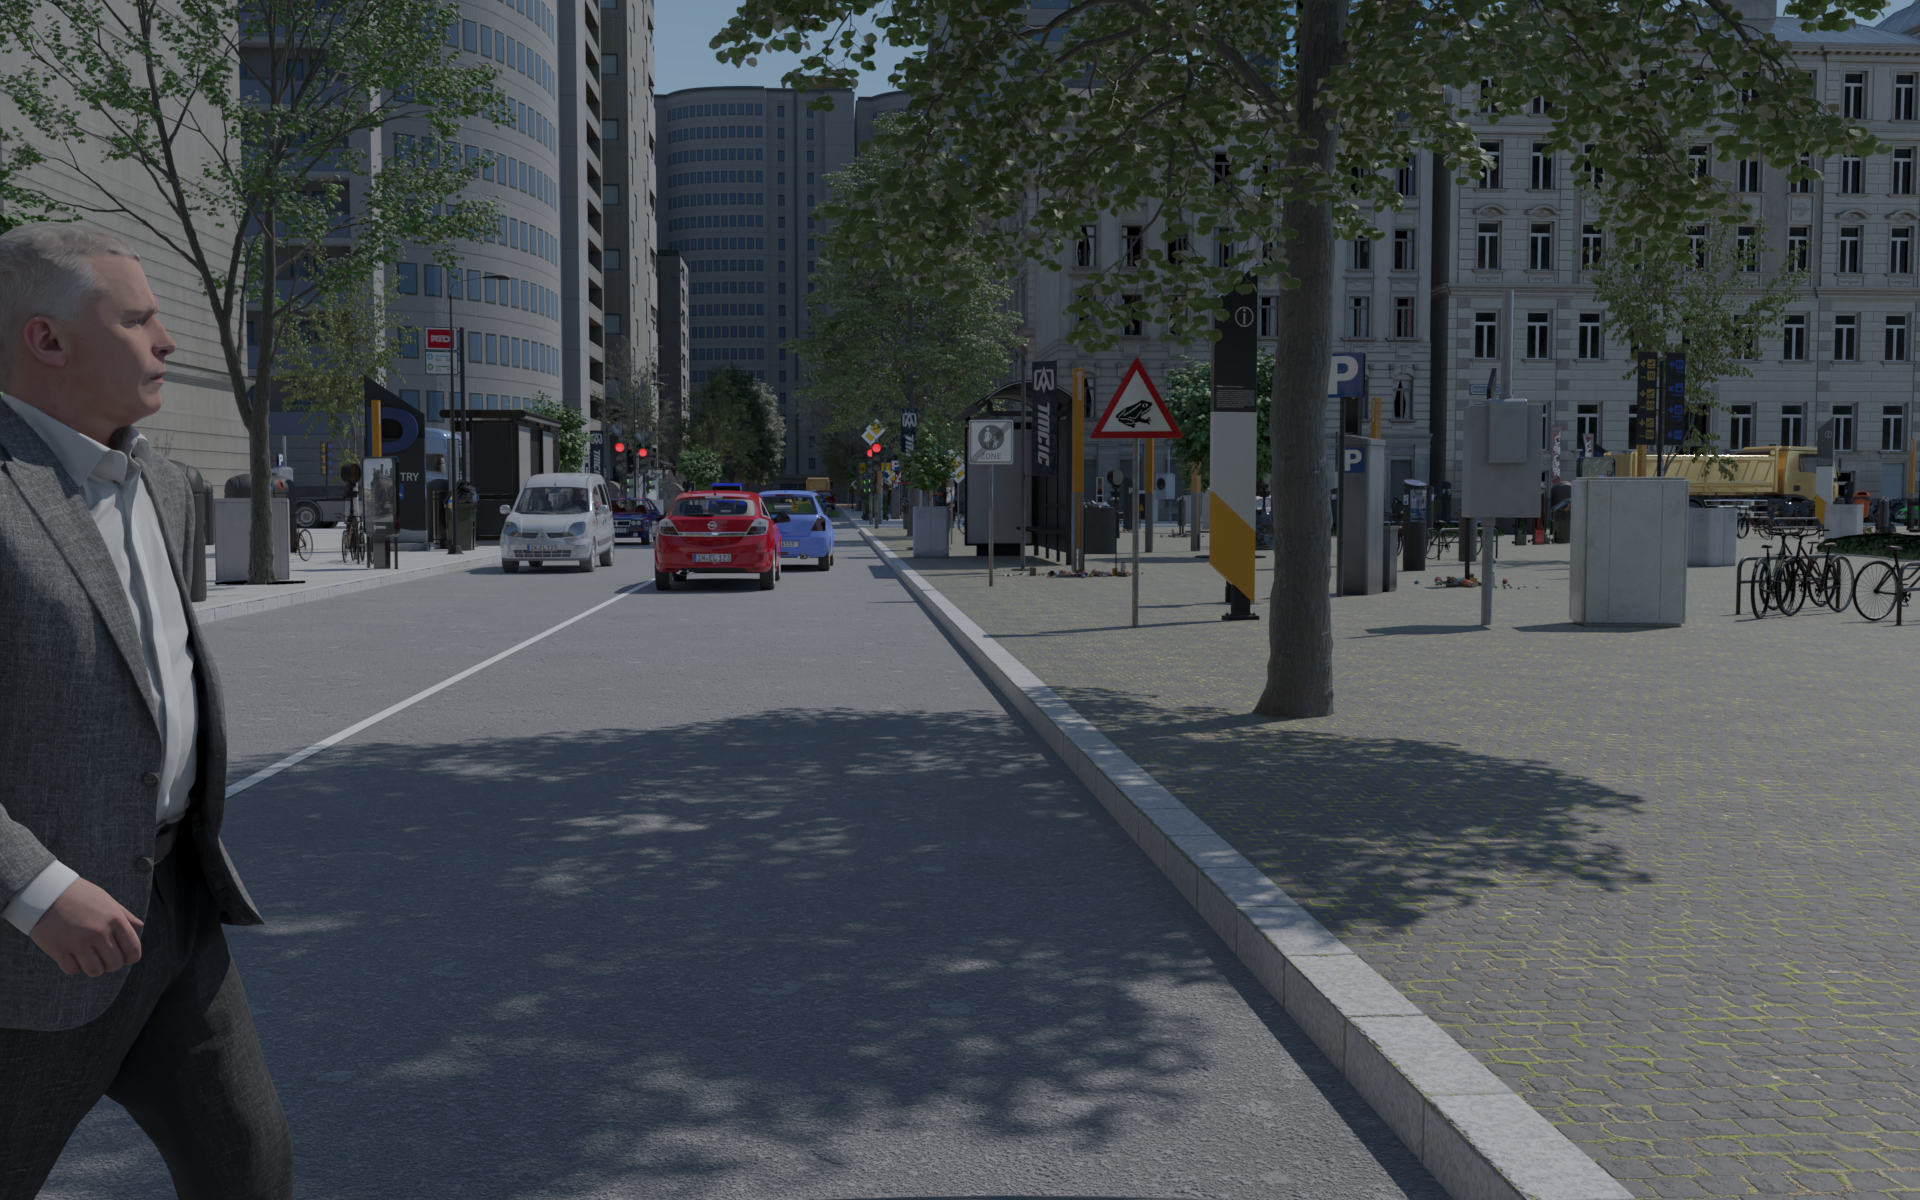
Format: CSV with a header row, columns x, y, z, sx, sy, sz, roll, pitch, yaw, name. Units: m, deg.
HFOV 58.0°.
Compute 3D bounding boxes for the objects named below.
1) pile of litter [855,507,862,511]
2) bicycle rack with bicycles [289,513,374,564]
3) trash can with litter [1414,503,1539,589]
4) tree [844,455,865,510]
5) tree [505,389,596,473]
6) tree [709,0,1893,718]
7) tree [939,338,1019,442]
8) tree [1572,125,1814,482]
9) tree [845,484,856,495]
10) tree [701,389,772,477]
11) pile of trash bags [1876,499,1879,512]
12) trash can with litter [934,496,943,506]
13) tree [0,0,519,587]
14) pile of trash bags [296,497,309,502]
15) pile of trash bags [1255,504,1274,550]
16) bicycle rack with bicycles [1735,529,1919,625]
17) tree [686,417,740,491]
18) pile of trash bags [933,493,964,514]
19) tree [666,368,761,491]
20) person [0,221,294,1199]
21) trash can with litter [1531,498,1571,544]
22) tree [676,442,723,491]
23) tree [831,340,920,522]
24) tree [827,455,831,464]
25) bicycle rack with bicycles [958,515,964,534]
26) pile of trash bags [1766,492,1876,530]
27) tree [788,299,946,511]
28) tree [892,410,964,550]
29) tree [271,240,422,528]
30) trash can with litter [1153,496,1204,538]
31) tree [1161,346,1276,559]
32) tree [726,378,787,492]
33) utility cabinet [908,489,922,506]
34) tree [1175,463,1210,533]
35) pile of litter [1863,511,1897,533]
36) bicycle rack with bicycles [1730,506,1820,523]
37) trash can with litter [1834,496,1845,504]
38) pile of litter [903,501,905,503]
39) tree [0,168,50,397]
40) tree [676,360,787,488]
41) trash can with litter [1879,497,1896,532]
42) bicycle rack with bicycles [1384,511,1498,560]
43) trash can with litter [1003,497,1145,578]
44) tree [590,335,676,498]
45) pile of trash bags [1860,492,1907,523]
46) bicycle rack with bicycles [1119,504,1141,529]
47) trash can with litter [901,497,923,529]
x,y,z,sx,sy,sz,roll,pitch,yaw,name
-7.397,-7.285,133.078,1.176,0.858,1.719,-2,4,-27,pile of litter
-11.860,-1.178,32.650,2.852,0.926,2.925,0,4,-4,bicycle rack with bicycles
7.295,-0.821,24.480,1.678,1.210,2.233,1,4,17,trash can with litter
-7.877,-9.621,141.023,4.285,4.588,4.351,0,3,0,tree
-13.084,-4.329,54.493,4.285,4.588,4.351,0,3,0,tree
2.387,-5.611,9.867,7.486,12.596,7.792,0,3,0,tree
0.972,-7.863,78.915,4.360,8.622,3.978,0,3,0,tree
14.185,-5.137,34.351,4.737,8.622,4.395,0,3,0,tree
-13.554,-13.416,213.948,1.663,3.219,1.824,0,3,0,tree
-22.005,-14.777,167.357,9.928,11.665,9.643,0,3,0,tree
39.811,-4.180,78.097,1.912,1.369,3.447,0,4,1,pile of trash bags
-0.978,-5.000,93.137,0.624,1.170,1.055,-1,4,-23,trash can with litter
-10.008,-6.017,24.132,9.928,11.665,9.643,0,3,0,tree
-27.730,-3.758,71.201,1.912,1.369,3.447,-1,4,-23,pile of trash bags
6.948,-1.916,41.081,1.912,1.369,3.447,-1,4,-14,pile of trash bags
9.303,-0.293,18.178,2.925,0.926,2.852,-2,4,-29,bicycle rack with bicycles
-19.608,-11.477,138.010,4.737,8.622,4.395,0,3,0,tree
-0.366,-6.135,110.062,3.447,1.369,1.912,3,5,40,pile of trash bags
-18.109,-11.804,127.409,7.601,10.594,8.767,-1,4,-9,tree
-1.099,0.404,2.297,0.834,1.777,0.661,0,4,-1,person
15.378,-2.045,44.819,1.055,1.170,0.624,0,4,-5,trash can with litter
-16.607,-7.754,110.497,4.285,4.588,4.351,0,3,0,tree
-3.665,-7.929,80.003,4.360,8.622,3.978,0,3,0,tree
-12.802,-15.052,196.455,4.360,8.622,3.978,0,3,0,tree
1.555,-2.547,55.029,2.852,0.926,2.925,-2,4,-24,bicycle rack with bicycles
31.007,-3.234,62.629,3.447,1.369,1.912,2,4,24,pile of trash bags
-5.344,-11.891,104.795,12.009,13.543,11.850,0,3,0,tree
-0.834,-2.777,40.000,1.663,3.219,1.824,0,3,0,tree
-17.353,-6.022,48.829,4.737,8.622,4.395,0,3,0,tree
6.429,-2.477,51.562,1.678,1.210,2.233,1,4,17,trash can with litter
5.550,-3.130,34.897,4.285,4.588,4.351,0,3,0,tree
-23.635,-17.428,191.600,9.857,13.997,8.962,0,3,0,tree
-2.138,-4.554,83.138,0.318,1.500,1.173,-1,4,-22,utility cabinet
7.903,-3.859,57.701,1.663,3.219,1.824,0,3,0,tree
27.720,-2.362,52.589,1.719,0.858,1.176,-2,4,-23,pile of litter
22.980,-2.213,49.561,2.925,0.926,2.852,-1,4,-20,bicycle rack with bicycles
64.221,-6.925,124.284,2.233,1.210,1.678,-1,4,-17,trash can with litter
-4.005,-7.093,129.927,1.176,0.858,1.719,-1,4,-21,pile of litter
-9.147,-1.884,14.520,4.285,4.588,4.351,0,3,0,tree
-19.609,-14.117,147.821,9.611,12.733,9.660,0,3,0,tree
26.941,-2.395,50.215,1.678,1.210,2.233,2,4,33,trash can with litter
9.261,-1.305,34.718,2.925,0.926,2.852,-2,4,-34,bicycle rack with bicycles
1.803,-0.986,27.173,2.233,1.210,1.678,0,4,3,trash can with litter
-14.851,-7.914,79.748,4.360,8.622,3.978,0,3,0,tree
42.855,-4.185,78.170,3.447,1.369,1.912,-1,4,-19,pile of trash bags
5.162,-3.069,63.556,2.925,0.926,2.852,-3,5,-45,bicycle rack with bicycles
-1.614,-3.159,63.044,1.055,1.170,0.624,0,4,-1,trash can with litter
